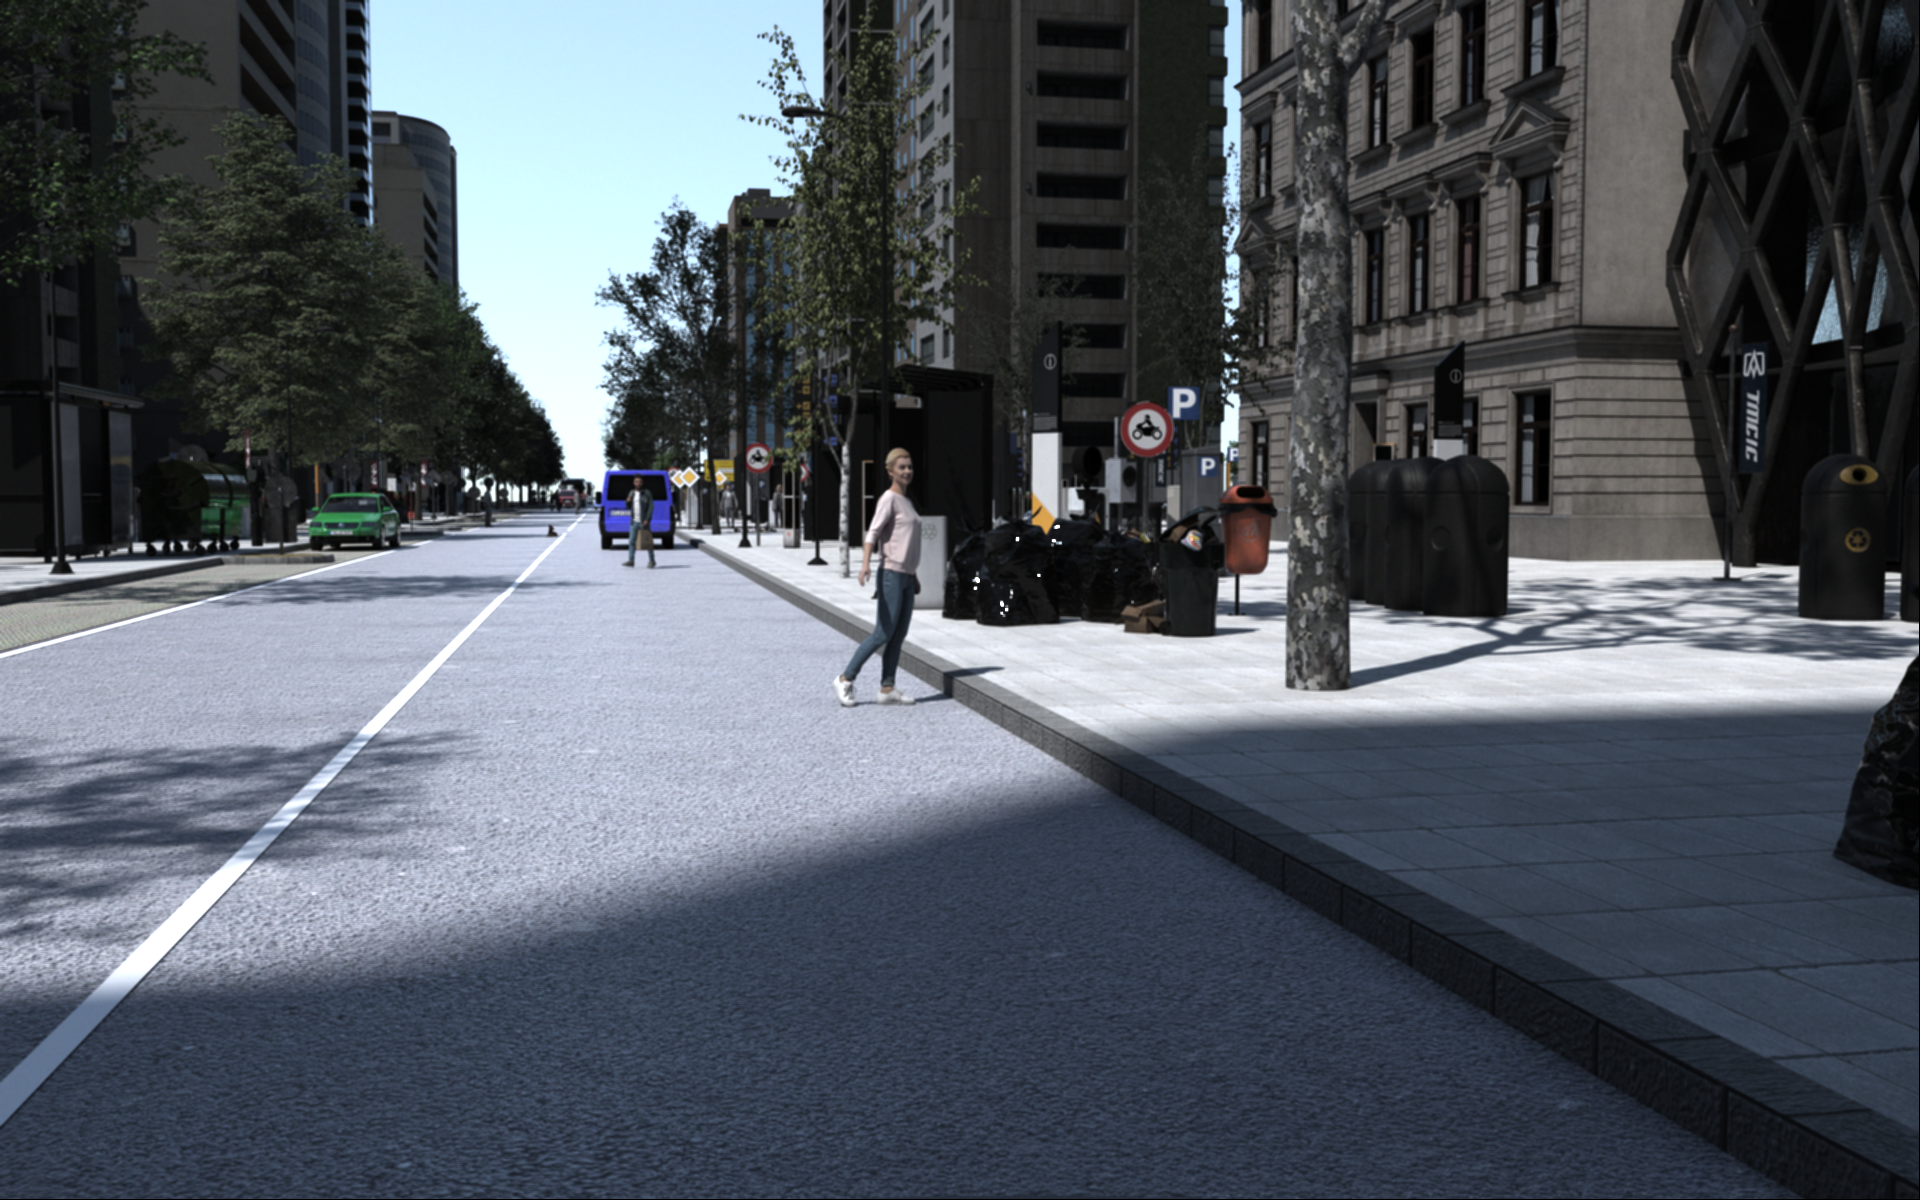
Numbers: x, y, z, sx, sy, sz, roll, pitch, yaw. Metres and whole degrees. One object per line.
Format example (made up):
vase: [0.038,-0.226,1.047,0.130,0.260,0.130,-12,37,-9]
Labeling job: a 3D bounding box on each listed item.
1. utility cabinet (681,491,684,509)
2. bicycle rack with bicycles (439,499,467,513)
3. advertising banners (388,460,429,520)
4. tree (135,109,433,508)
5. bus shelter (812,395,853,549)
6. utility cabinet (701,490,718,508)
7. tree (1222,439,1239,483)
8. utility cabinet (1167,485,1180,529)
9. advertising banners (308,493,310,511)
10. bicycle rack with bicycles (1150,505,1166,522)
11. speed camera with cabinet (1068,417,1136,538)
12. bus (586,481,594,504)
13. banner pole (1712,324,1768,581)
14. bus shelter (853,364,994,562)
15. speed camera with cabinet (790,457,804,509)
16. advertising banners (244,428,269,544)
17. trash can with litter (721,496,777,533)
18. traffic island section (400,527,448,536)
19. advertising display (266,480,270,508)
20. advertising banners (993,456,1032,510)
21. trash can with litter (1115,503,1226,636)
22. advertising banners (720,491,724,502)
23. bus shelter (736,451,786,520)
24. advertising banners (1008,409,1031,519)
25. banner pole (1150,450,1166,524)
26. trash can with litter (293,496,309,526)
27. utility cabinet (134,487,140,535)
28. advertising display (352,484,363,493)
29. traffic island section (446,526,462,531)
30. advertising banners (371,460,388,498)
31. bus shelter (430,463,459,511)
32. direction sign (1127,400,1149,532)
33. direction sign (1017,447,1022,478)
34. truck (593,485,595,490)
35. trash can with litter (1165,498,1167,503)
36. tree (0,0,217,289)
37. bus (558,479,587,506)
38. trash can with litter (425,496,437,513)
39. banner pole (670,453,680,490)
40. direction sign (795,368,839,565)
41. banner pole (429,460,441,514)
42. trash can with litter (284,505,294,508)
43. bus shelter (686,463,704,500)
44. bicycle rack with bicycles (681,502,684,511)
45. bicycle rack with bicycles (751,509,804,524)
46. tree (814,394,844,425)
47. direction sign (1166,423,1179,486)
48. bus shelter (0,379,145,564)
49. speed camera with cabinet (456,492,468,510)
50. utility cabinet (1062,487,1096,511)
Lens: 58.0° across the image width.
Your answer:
utility cabinet: [-22.354,-7.873,137.403,1.173,1.500,0.318,3,5,43]
bicycle rack with bicycles: [-35.229,-6.567,120.747,2.852,0.926,2.925,0,4,5]
advertising banners: [-27.656,-5.562,87.134,2.074,3.025,0.090,1,4,9]
tree: [-20.821,-8.205,52.286,7.486,12.596,7.792,0,3,0]
bus shelter: [-2.870,-3.194,43.501,1.731,3.624,6.357,-1,4,-12]
utility cabinet: [-14.852,-5.760,102.857,1.173,1.500,0.318,0,4,-3]
tree: [14.548,-6.241,85.761,4.285,4.588,4.351,0,3,0]
utility cabinet: [5.894,-2.179,44.313,1.173,1.500,0.318,2,4,25]
advertising banners: [-50.094,-8.212,130.459,2.074,3.025,0.090,-1,4,-16]
bicycle rack with bicycles: [9.509,-4.185,81.802,2.925,0.926,2.852,3,5,41]
speed camera with cabinet: [3.640,-3.033,43.931,2.038,3.252,0.660,-3,5,-42]
bus: [-53.374,-15.322,245.369,2.948,3.499,13.247,-1,4,-10]
banner pole: [11.501,-2.167,25.440,0.401,3.779,0.863,-2,4,-24]
bus shelter: [-0.766,-2.640,34.447,1.731,3.624,6.357,-1,4,-12]
speed camera with cabinet: [-7.676,-5.586,85.661,2.038,3.252,0.660,2,4,28]
advertising banners: [-18.483,-3.016,45.498,0.090,3.025,2.074,-3,4,-36]
trash can with litter: [-7.054,-2.895,58.386,2.233,1.210,1.678,-3,5,-42]
traffic island section: [-19.057,-2.316,60.147,2.009,0.180,2.903,-1,4,-12]
advertising display: [-30.896,-4.434,77.712,0.123,1.923,0.974,-3,5,-39]
advertising banners: [2.475,-5.082,79.271,2.074,3.025,0.090,2,4,25]
trash can with litter: [1.887,-0.270,15.808,1.055,1.170,0.624,3,5,42]
advertising banners: [-13.782,-6.646,104.846,2.074,3.025,0.090,-1,4,-22]
bus shelter: [-9.355,-5.372,81.762,2.014,3.302,5.546,-1,4,-12]
advertising banners: [1.187,-2.377,35.060,0.090,3.025,2.074,1,4,11]
banner pole: [8.396,-5.121,73.751,0.863,3.779,0.401,0,4,-1]
trash can with litter: [-26.623,-3.622,70.275,1.678,1.210,2.233,2,4,29]
utility cabinet: [-25.338,-2.703,52.875,0.318,1.500,1.173,-1,4,-12]
advertising display: [-39.710,-6.673,114.315,0.974,1.923,0.123,0,4,-1]
traffic island section: [-20.662,-2.794,67.970,2.009,0.180,2.903,-1,4,-12]
advertising banners: [-29.057,-5.630,88.231,2.074,3.025,0.090,-2,4,-25]
bus shelter: [-39.035,-8.576,131.499,1.731,3.624,6.357,-1,4,-12]
direction sign: [4.337,-3.077,42.313,0.379,3.537,0.876,-2,4,-29]
direction sign: [2.662,-5.630,84.052,0.876,3.537,0.379,-2,4,-26]
truck: [-63.075,-18.032,290.752,3.469,3.379,9.791,-1,4,-12]
trash can with litter: [7.718,-3.080,61.749,1.055,1.170,0.624,-3,5,-43]
tree: [-13.221,-5.831,21.086,9.928,11.665,9.643,0,3,0]
bus: [-44.565,-12.544,199.958,2.948,3.499,13.247,-1,4,-10]
trash can with litter: [-41.563,-7.616,135.907,0.624,1.170,1.055,0,4,2]
banner pole: [-17.377,-7.057,105.397,0.863,3.779,0.401,-3,5,-43]
direction sign: [-2.586,-2.407,31.344,0.876,3.537,0.379,1,4,22]
banner pole: [-34.239,-7.514,112.873,0.401,3.779,0.863,3,4,38]
trash can with litter: [-26.372,-3.405,67.056,1.055,1.170,0.624,0,4,2]
bus shelter: [-17.666,-7.544,117.275,2.014,3.302,5.546,-1,4,-12]
bicycle rack with bicycles: [-19.096,-6.750,123.738,2.852,0.926,2.925,1,4,23]
bicycle rack with bicycles: [-7.341,-3.735,74.450,2.925,0.926,2.852,0,4,2]
tree: [-8.772,-10.369,119.898,4.360,8.622,3.978,0,3,0]
direction sign: [6.816,-3.892,55.623,0.379,3.537,0.876,-1,4,-17]
bus shelter: [-17.832,-3.386,32.995,2.179,5.291,8.768,-1,4,-11]
speed camera with cabinet: [-39.881,-8.756,137.497,2.038,3.252,0.660,1,4,20]
utility cabinet: [3.937,-2.988,57.533,1.173,1.500,0.318,-2,4,-25]
